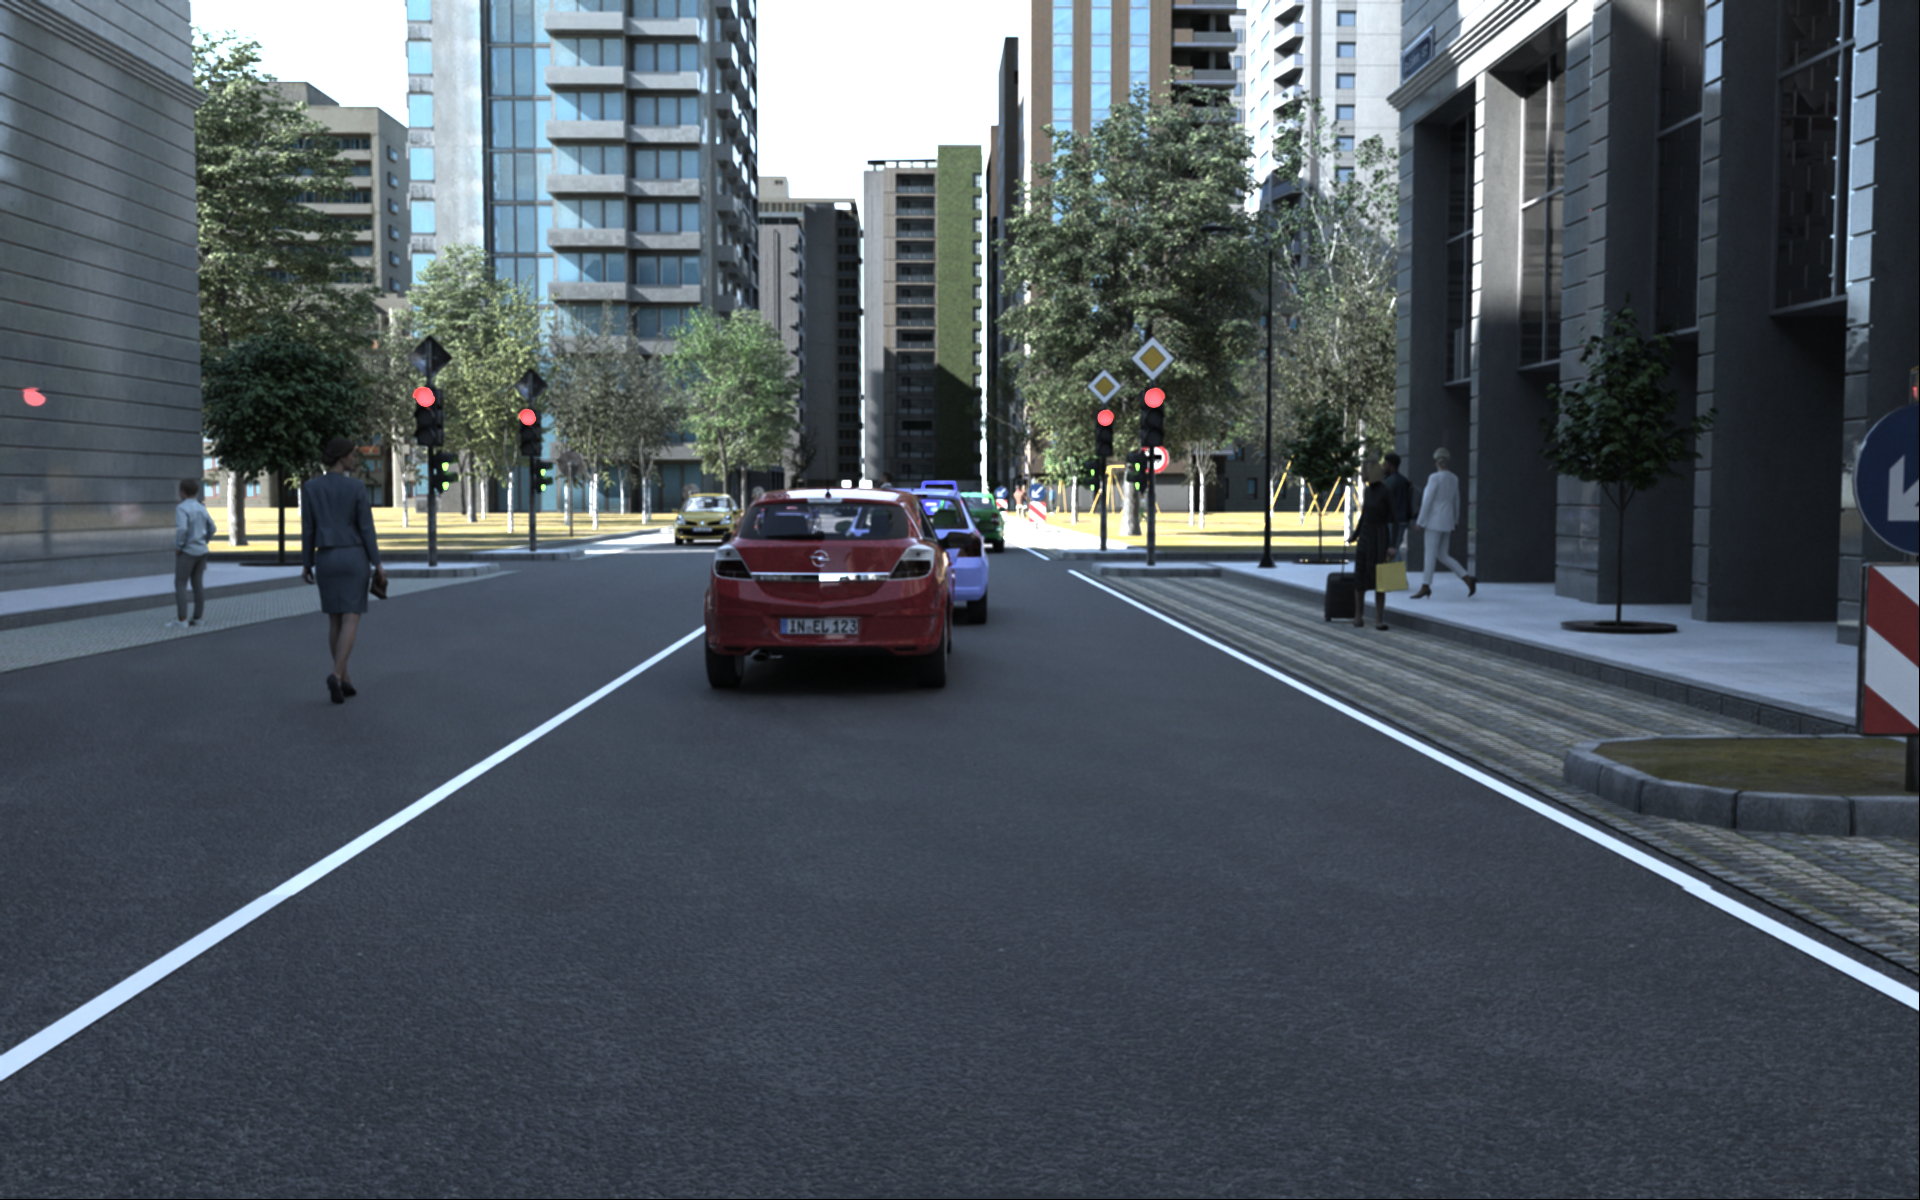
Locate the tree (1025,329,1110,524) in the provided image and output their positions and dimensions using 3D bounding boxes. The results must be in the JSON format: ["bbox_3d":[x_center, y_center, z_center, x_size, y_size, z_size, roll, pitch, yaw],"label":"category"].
[{"bbox_3d":[4.812,-7.520,73.313,4.737,8.622,4.395,0,3,0],"label":"tree"}]

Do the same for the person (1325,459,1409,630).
[{"bbox_3d":[4.375,-0.607,18.646,0.699,1.804,1.509,0,4,5],"label":"person"}]

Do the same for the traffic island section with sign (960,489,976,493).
[{"bbox_3d":[0.818,-8.111,141.240,1.989,1.847,2.006,0,4,-1],"label":"traffic island section with sign"}]

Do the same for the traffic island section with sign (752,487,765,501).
[{"bbox_3d":[-10.491,-5.004,90.444,1.989,1.847,2.006,0,4,-1],"label":"traffic island section with sign"}]

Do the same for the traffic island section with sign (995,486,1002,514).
[{"bbox_3d":[2.023,-5.044,91.098,1.989,1.847,2.006,0,4,-1],"label":"traffic island section with sign"}]

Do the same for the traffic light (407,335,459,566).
[{"bbox_3d":[-9.349,-2.552,30.651,0.839,4.253,0.868,0,4,-1],"label":"traffic light"}]

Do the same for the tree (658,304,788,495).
[{"bbox_3d":[-13.095,-10.394,95.690,9.928,11.665,9.643,0,3,0],"label":"tree"}]

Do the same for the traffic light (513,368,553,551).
[{"bbox_3d":[-9.539,-3.041,38.634,0.839,4.253,0.868,0,4,-1],"label":"traffic light"}]

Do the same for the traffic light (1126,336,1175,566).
[{"bbox_3d":[3.409,-2.572,30.970,0.839,4.253,0.868,0,4,-1],"label":"traffic light"}]

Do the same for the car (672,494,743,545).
[{"bbox_3d":[-7.199,-2.419,49.782,2.015,1.641,3.980,0,4,-2],"label":"car"}]

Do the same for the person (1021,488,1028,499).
[{"bbox_3d":[4.323,-6.751,117.132,0.721,1.735,1.217,-1,4,-21],"label":"person"}]

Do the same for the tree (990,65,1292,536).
[{"bbox_3d":[5.230,-8.961,53.166,9.857,13.997,8.962,0,3,0],"label":"tree"}]

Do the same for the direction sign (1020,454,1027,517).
[{"bbox_3d":[3.612,-6.487,98.057,0.379,3.537,0.876,-1,4,-9],"label":"direction sign"}]

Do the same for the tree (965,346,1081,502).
[{"bbox_3d":[4.538,-10.664,108.774,8.767,10.594,7.601,0,4,-1],"label":"tree"}]

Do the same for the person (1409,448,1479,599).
[{"bbox_3d":[5.913,-0.930,21.120,0.818,1.842,0.514,2,4,30],"label":"person"}]

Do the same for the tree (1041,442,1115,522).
[{"bbox_3d":[5.501,-5.899,80.167,4.285,4.588,4.351,0,3,0],"label":"tree"}]

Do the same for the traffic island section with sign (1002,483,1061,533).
[{"bbox_3d":[2.679,-3.366,63.660,1.989,1.847,2.006,0,4,-1],"label":"traffic island section with sign"}]

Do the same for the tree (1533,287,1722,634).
[{"bbox_3d":[6.362,-1.328,16.315,1.663,3.219,1.824,0,3,0],"label":"tree"}]

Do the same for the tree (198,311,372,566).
[{"bbox_3d":[-12.378,-2.907,31.246,4.285,4.588,4.351,0,3,0],"label":"tree"}]

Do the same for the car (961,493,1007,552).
[{"bbox_3d":[0.214,-2.147,43.908,1.959,1.807,4.718,0,4,1],"label":"car"}]

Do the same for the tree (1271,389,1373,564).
[{"bbox_3d":[6.790,-2.283,31.934,1.663,3.219,1.824,0,3,0],"label":"tree"}]

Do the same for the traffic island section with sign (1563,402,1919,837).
[{"bbox_3d":[4.000,0.030,8.143,1.989,1.847,2.006,0,4,-1],"label":"traffic island section with sign"}]

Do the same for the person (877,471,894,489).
[{"bbox_3d":[-1.243,-1.149,27.462,0.473,1.802,0.592,2,4,35],"label":"person"}]

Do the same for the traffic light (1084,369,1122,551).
[{"bbox_3d":[3.218,-3.060,38.953,0.839,4.253,0.868,0,4,-1],"label":"traffic light"}]

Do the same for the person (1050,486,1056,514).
[{"bbox_3d":[5.911,-6.355,110.286,0.444,1.785,0.601,3,5,43],"label":"person"}]

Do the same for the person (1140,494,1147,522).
[{"bbox_3d":[8.508,-4.303,80.642,0.590,1.304,0.306,-3,4,-36],"label":"person"}]

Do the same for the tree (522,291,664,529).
[{"bbox_3d":[-13.379,-6.924,63.568,4.360,8.622,3.978,0,3,0],"label":"tree"}]

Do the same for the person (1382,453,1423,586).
[{"bbox_3d":[5.776,-1.052,23.221,0.794,1.824,0.713,-2,4,-26],"label":"person"}]

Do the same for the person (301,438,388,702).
[{"bbox_3d":[-4.331,-0.215,12.034,0.581,1.822,0.654,1,4,11],"label":"person"}]

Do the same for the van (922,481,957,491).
[{"bbox_3d":[-0.998,-4.959,85.461,2.240,2.365,5.245,0,4,0],"label":"van"}]

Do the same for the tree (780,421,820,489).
[{"bbox_3d":[-15.813,-13.602,172.758,4.360,8.622,3.978,0,3,0],"label":"tree"}]

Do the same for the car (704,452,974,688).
[{"bbox_3d":[-0.965,-0.322,14.306,2.155,1.783,4.494,0,4,1],"label":"car"}]

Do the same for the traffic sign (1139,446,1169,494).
[{"bbox_3d":[4.835,-2.644,43.328,0.768,2.556,0.104,1,4,8],"label":"traffic sign"}]

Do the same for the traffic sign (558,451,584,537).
[{"bbox_3d":[-11.555,-3.139,51.435,0.768,2.556,0.104,0,4,2],"label":"traffic sign"}]

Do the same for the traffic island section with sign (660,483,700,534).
[{"bbox_3d":[-9.841,-3.348,63.372,1.989,1.847,2.006,0,4,-1],"label":"traffic island section with sign"}]

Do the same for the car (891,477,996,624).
[{"bbox_3d":[-0.533,-0.664,20.446,1.945,1.707,3.694,0,4,0],"label":"car"}]

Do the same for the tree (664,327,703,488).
[{"bbox_3d":[-13.439,-7.619,74.928,4.360,8.622,3.978,0,3,0],"label":"tree"}]

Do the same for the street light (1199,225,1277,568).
[{"bbox_3d":[4.823,-3.517,30.050,1.470,5.913,1.316,0,4,-1],"label":"street light"}]

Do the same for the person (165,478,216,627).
[{"bbox_3d":[-8.309,-0.513,18.706,0.330,1.601,0.589,2,4,24],"label":"person"}]

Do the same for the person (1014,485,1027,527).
[{"bbox_3d":[2.703,-4.129,75.987,0.580,1.828,0.573,-2,4,-27],"label":"person"}]

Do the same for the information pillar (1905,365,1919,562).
[{"bbox_3d":[5.652,-0.338,10.011,0.304,2.012,0.304,1,4,22],"label":"information pillar"}]

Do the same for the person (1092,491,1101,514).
[{"bbox_3d":[8.624,-6.318,109.119,0.659,1.850,0.755,0,4,-5],"label":"person"}]

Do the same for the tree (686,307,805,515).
[{"bbox_3d":[-12.823,-11.468,105.621,7.486,12.596,7.792,0,3,0],"label":"tree"}]
